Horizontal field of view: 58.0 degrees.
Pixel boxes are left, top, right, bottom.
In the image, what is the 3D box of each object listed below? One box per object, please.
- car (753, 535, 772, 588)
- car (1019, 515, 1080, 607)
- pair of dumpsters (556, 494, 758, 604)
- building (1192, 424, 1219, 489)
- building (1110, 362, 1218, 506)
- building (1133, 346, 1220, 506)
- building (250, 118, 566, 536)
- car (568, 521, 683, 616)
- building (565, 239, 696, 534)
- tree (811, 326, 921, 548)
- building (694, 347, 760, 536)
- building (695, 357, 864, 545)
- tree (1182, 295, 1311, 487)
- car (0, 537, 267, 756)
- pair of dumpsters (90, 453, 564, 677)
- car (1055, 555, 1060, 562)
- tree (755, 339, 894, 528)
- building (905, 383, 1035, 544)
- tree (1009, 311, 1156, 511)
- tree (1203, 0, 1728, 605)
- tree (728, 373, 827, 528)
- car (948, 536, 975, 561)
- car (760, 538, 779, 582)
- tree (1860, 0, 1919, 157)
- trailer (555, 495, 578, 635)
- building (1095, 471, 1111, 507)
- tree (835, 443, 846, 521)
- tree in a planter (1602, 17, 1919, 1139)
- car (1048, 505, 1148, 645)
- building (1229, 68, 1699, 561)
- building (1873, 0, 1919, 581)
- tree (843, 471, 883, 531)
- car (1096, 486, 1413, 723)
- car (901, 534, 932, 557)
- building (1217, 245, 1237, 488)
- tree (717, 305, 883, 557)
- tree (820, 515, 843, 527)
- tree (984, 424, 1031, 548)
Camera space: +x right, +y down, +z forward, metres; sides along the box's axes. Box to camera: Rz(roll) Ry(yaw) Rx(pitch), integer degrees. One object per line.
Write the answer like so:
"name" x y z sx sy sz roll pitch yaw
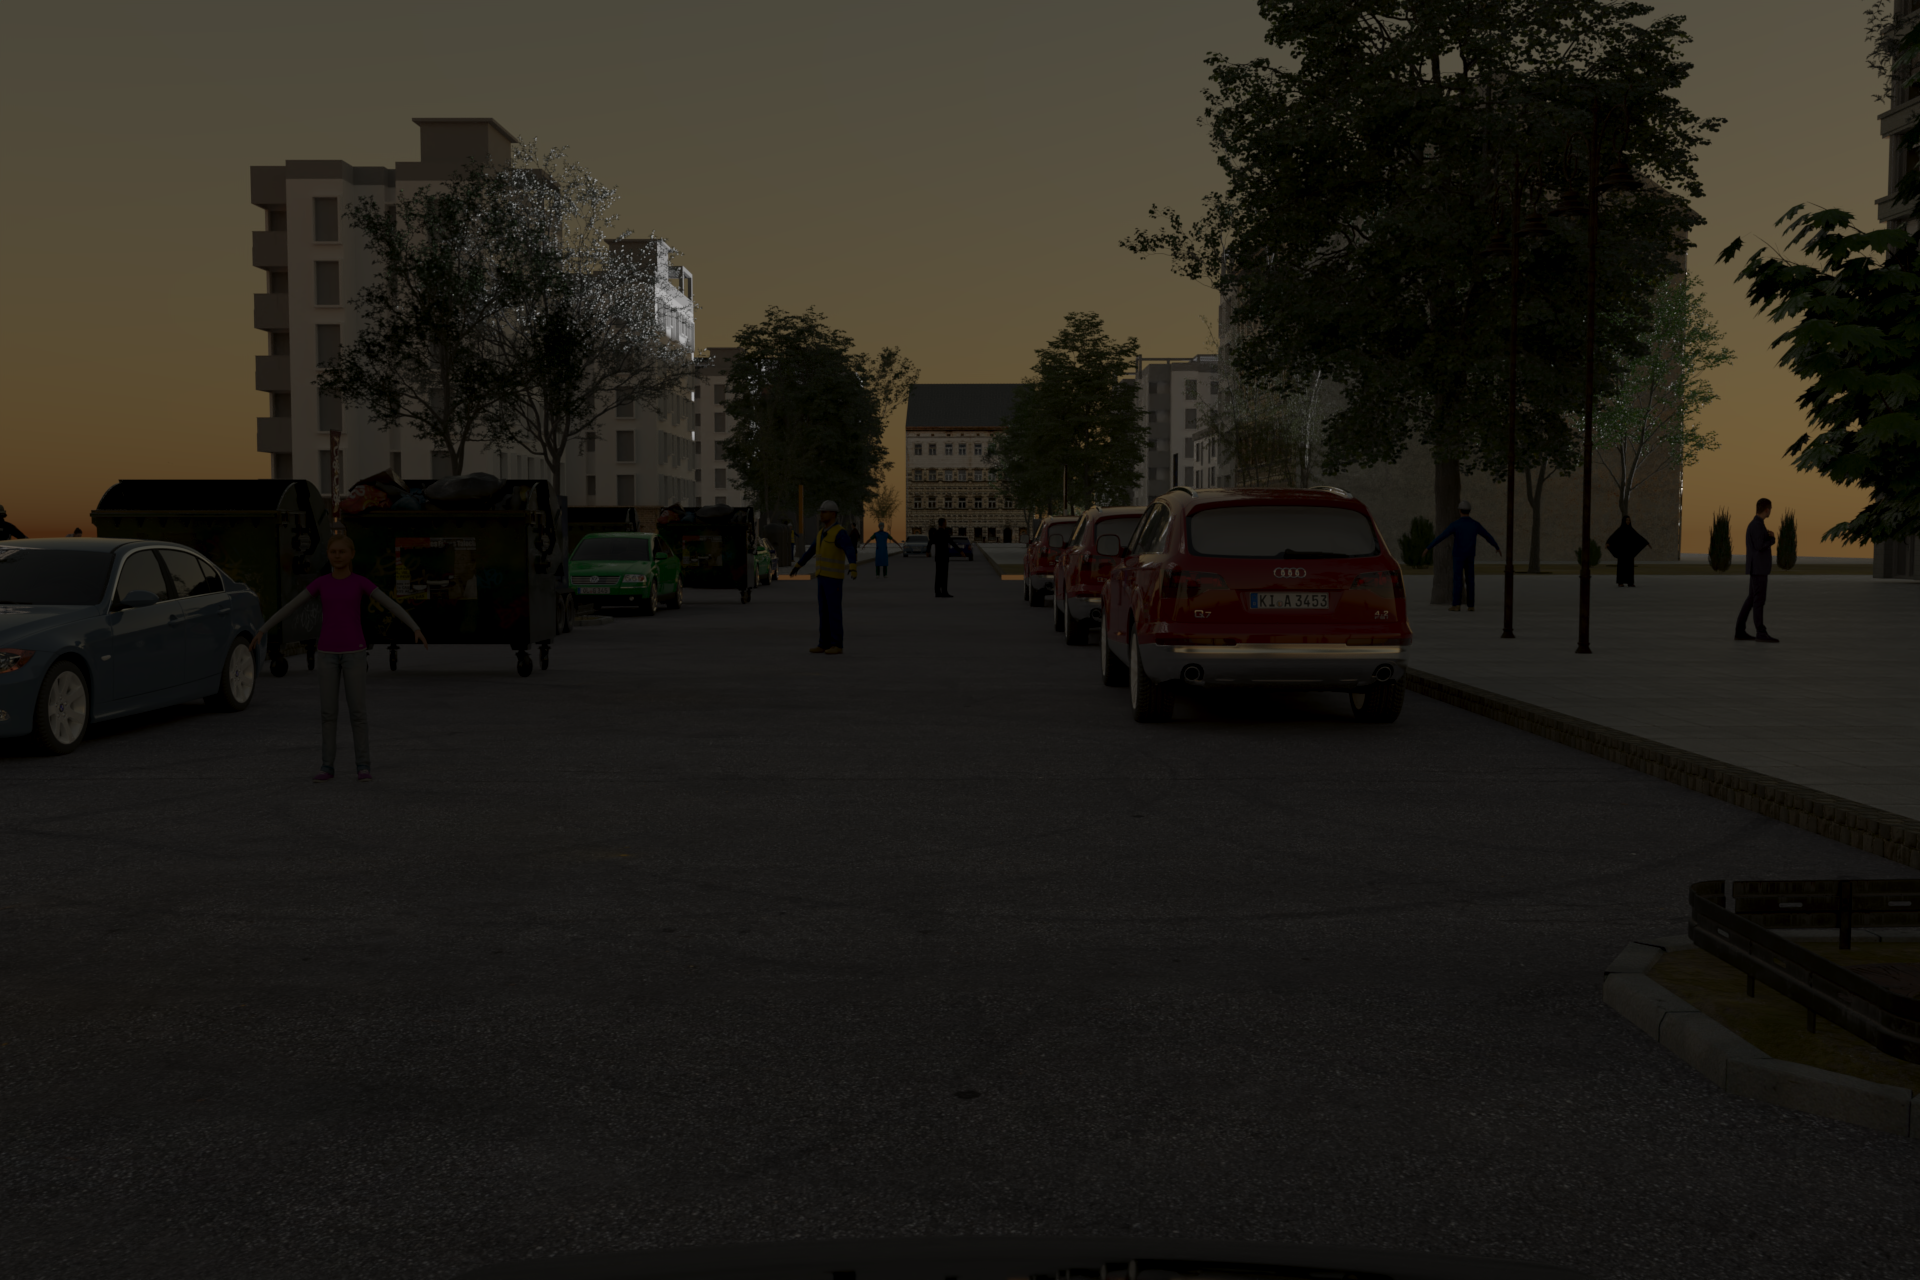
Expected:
"car" -6.200 -2.345 47.131 1.959 1.807 4.718 0 4 1
"car" 2.376 -1.649 35.640 2.281 1.827 5.304 0 4 0
"pair of dumpsters" -6.448 -1.884 35.749 4.436 2.255 1.574 0 4 0
"building" 24.071 -11.591 131.666 9.099 9.664 28.070 0 4 0
"building" 22.416 -20.942 198.828 16.016 20.090 11.380 0 4 0
"building" 23.474 -19.939 182.424 16.016 20.090 11.380 0 4 0
"building" -26.208 -13.687 80.196 16.016 20.090 11.380 0 3 0
"car" -6.220 -1.401 31.697 1.959 1.807 4.718 0 3 0
"building" -24.248 -15.653 112.352 16.016 20.090 11.380 0 4 1
"tree" -10.845 -18.539 158.994 12.611 20.169 13.585 0 3 0
"building" -27.062 -19.579 176.535 16.016 20.090 11.380 0 4 1
"building" -26.991 -22.784 216.497 27.936 21.610 32.646 0 4 0
"tree" 9.029 -6.298 53.337 4.360 8.622 3.978 0 3 0
"car" -6.648 -0.043 12.704 2.014 1.417 4.499 0 3 0
"pair of dumpsters" -6.395 -0.779 17.690 4.436 2.255 1.574 0 4 0
"car" 2.718 -1.089 29.605 2.131 1.459 4.920 0 4 0
"tree" -8.614 -12.550 111.845 9.857 13.997 8.962 0 3 0
"building" 1.761 -25.550 251.131 18.063 23.208 19.493 0 4 2
"tree" 6.357 -10.451 88.996 7.486 12.596 7.792 0 3 0
"tree" 8.947 -7.620 31.242 9.857 13.997 8.962 0 3 0
"tree" -9.043 -7.928 79.986 4.360 8.622 3.978 0 3 0
"car" -0.140 -4.952 93.541 1.945 1.354 3.894 0 3 0
"car" -6.509 -2.438 52.448 1.945 1.354 3.894 0 3 0
"tree" 9.233 -6.180 11.409 12.009 13.543 11.850 0 3 0
"trailer" -6.365 -1.043 24.103 1.471 1.999 3.904 0 3 0
"building" 23.162 -17.559 229.233 9.099 9.664 28.070 0 4 1
"tree" -9.567 -10.884 128.321 4.360 8.622 3.978 0 3 0
"tree in a planter" 2.961 -0.465 4.825 1.991 3.239 1.994 0 4 0
"car" 2.378 -0.928 23.842 2.281 1.827 5.304 0 4 1
"building" 25.214 -15.916 91.151 19.493 23.208 18.063 0 4 0
"building" 28.304 -11.683 37.700 8.464 21.280 15.925 0 4 1
"tree" -9.223 -12.007 146.671 4.360 8.622 3.978 0 3 0
"car" 2.336 -0.368 14.695 2.281 1.827 5.304 0 4 1
"car" -2.646 -5.880 108.143 2.014 1.417 4.499 0 3 0
"building" 22.221 -15.751 113.940 16.016 20.090 11.380 0 4 0
"tree" -8.864 -11.522 95.046 9.857 13.997 8.962 0 3 0
"tree" -9.337 -11.353 135.984 4.360 8.622 3.978 0 3 0
"tree" 6.052 -14.073 155.841 9.928 11.665 9.643 0 3 0
